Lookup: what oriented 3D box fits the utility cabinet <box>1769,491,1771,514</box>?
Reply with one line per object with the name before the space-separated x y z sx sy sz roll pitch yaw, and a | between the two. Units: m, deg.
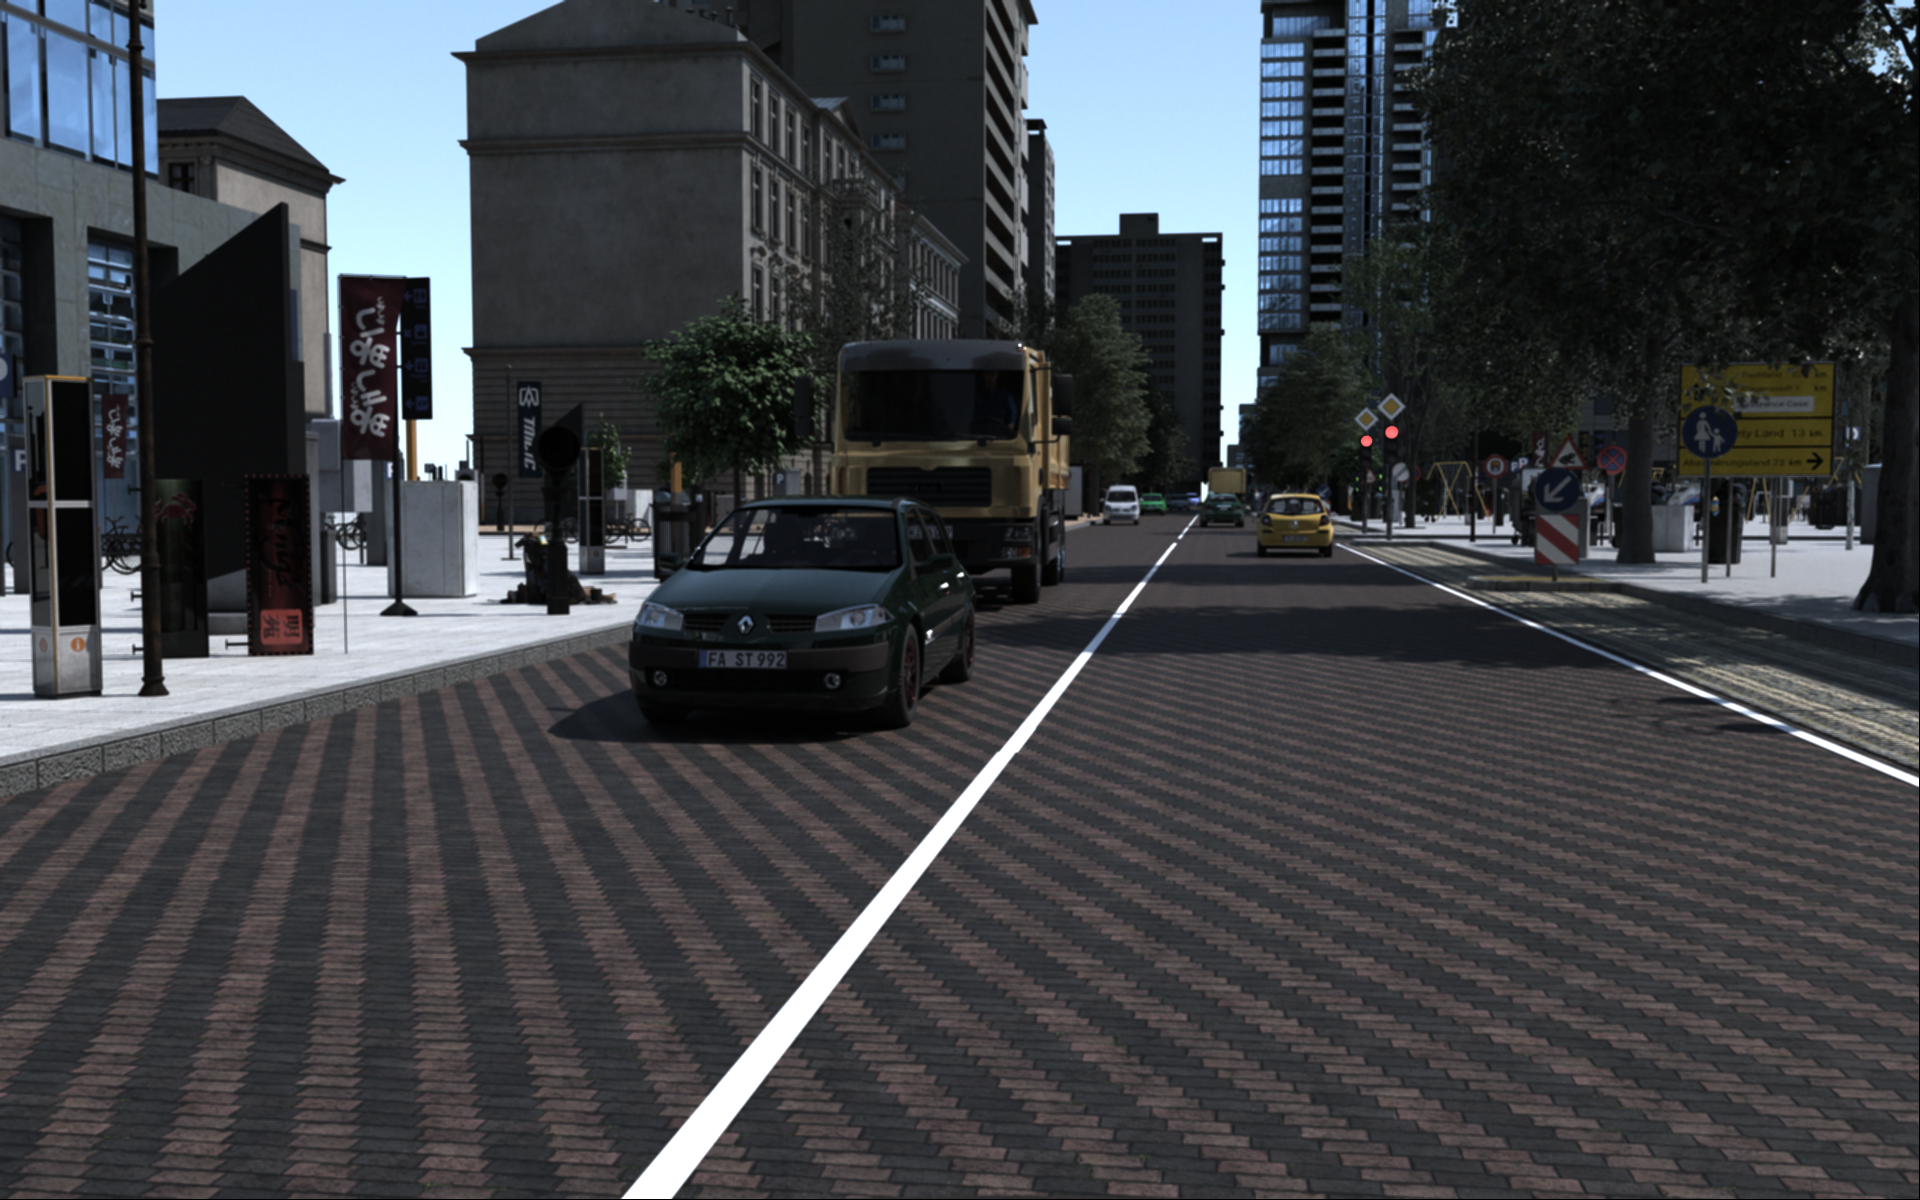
utility cabinet | 50.668 -6.043 107.480 0.318 1.500 1.173 0 4 -5

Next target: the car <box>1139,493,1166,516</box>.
car | 12.918 -6.593 116.590 1.959 1.807 4.718 1 4 9

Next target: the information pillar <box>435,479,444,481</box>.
information pillar | -24.952 -4.807 83.083 0.304 2.012 0.304 -3 5 -41

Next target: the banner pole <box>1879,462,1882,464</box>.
banner pole | 62.936 -7.842 118.235 0.863 3.779 0.401 -2 4 -33

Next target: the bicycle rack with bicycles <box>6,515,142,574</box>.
bicycle rack with bicycles | -13.985 -0.907 28.212 2.925 0.926 2.852 -1 4 -10

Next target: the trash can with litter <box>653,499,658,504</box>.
trash can with litter | -12.219 -3.614 70.482 1.055 1.170 0.624 0 4 -6

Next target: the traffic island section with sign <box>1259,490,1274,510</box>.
traffic island section with sign | 28.019 -9.093 157.297 1.989 1.847 2.006 1 4 8

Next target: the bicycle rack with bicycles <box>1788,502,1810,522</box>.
bicycle rack with bicycles | 39.967 -4.140 81.064 2.852 0.926 2.925 1 4 22

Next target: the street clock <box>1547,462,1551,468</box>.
street clock | 13.590 -2.145 39.637 0.358 2.002 0.471 3 4 36

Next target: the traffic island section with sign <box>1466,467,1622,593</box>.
traffic island section with sign | 8.712 -1.065 26.040 1.989 1.847 2.006 1 4 8

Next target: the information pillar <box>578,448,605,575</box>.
information pillar | -5.859 -1.409 27.522 0.304 2.012 0.304 -3 5 -40

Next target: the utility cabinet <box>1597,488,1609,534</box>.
utility cabinet | 20.098 -2.849 55.260 1.173 1.500 0.318 -1 4 -14

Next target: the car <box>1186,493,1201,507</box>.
car | 25.269 -10.967 188.897 1.945 1.707 3.694 0 4 7

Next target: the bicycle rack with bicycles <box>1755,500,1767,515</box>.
bicycle rack with bicycles | 47.976 -5.626 105.361 2.925 0.926 2.852 -2 4 -33

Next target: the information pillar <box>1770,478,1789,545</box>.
information pillar | 20.851 -2.420 44.060 0.304 2.012 0.304 -2 4 -25

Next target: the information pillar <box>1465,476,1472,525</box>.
information pillar | 20.900 -4.069 71.024 0.304 2.012 0.304 0 4 1

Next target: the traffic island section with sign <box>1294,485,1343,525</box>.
traffic island section with sign | 16.694 -4.385 80.319 1.989 1.847 2.006 1 4 8

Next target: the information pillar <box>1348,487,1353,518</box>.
information pillar | 21.360 -6.295 94.273 0.504 3.616 0.183 -1 4 -18

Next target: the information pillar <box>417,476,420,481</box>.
information pillar | -22.564 -4.122 71.882 0.304 2.012 0.304 -1 4 -10

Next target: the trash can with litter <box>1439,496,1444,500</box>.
trash can with litter | 32.682 -6.558 118.279 1.678 1.210 2.233 -3 4 -38

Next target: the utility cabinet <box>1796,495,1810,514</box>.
utility cabinet | 55.287 -6.264 113.576 1.020 1.237 0.306 -2 4 -27

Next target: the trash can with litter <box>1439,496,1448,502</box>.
trash can with litter | 30.751 -6.100 111.120 1.055 1.170 0.624 1 4 21

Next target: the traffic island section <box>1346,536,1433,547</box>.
traffic island section | 11.936 -1.578 48.083 2.009 0.180 2.903 1 4 8

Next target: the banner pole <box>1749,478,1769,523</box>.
banner pole | 35.339 -5.292 76.535 0.863 3.779 0.401 3 5 39

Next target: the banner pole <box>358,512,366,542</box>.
banner pole | -16.046 -3.462 46.622 0.401 3.779 0.863 -2 4 -24

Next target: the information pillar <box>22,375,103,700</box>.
information pillar | -5.653 -0.393 10.916 0.304 2.012 0.304 3 4 36

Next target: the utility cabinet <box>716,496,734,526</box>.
utility cabinet | -9.038 -3.371 66.274 1.020 1.237 0.306 0 4 5

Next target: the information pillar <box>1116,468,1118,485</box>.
information pillar | 10.962 -7.923 120.892 0.183 3.616 0.504 0 4 4

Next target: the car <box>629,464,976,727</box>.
car | -0.952 -0.135 12.001 2.009 1.686 4.222 1 4 8

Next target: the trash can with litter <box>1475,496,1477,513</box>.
trash can with litter | 35.473 -6.533 117.871 2.233 1.210 1.678 0 4 1

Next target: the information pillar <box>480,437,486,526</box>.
information pillar | -19.502 -4.858 70.775 0.183 3.616 0.504 -1 4 -10

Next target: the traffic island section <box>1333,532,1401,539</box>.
traffic island section | 13.098 -2.061 55.983 2.009 0.180 2.903 1 4 8

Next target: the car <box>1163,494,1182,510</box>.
car | 19.174 -8.877 156.937 2.131 1.459 4.920 1 4 9

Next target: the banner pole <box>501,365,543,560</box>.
banner pole | -8.532 -2.674 33.733 0.863 3.779 0.401 -2 4 -24

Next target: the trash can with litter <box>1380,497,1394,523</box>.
trash can with litter | 19.041 -4.029 77.254 0.624 1.170 1.055 1 4 14

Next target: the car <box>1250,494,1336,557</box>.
car | 7.852 -1.868 40.760 2.015 1.641 3.980 1 4 10

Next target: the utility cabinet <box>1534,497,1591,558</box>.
utility cabinet | 12.130 -1.451 34.891 1.020 1.237 0.306 2 4 32

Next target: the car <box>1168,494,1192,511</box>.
car | 18.802 -8.335 148.274 2.014 1.417 4.499 0 4 7

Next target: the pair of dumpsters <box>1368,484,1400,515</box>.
pair of dumpsters | 24.789 -6.031 101.102 1.574 2.255 4.437 1 4 8

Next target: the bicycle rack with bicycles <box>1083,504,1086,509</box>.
bicycle rack with bicycles | 6.880 -6.009 111.632 2.852 0.926 2.925 -2 4 -34

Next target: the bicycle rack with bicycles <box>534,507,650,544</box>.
bicycle rack with bicycles | -9.723 -1.965 45.504 2.925 0.926 2.852 0 4 -4

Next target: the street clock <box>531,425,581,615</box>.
street clock | -4.283 -0.846 18.407 0.471 2.002 0.358 -2 4 -30

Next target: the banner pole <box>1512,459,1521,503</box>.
banner pole | 39.733 -8.185 123.839 0.863 3.779 0.401 3 4 38

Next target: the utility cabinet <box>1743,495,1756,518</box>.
utility cabinet | 42.482 -5.047 93.681 1.020 1.237 0.306 0 4 -6

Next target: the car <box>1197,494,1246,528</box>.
car | 11.437 -3.908 75.693 2.131 1.459 4.920 0 4 6

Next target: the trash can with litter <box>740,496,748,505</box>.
trash can with litter | -7.361 -3.049 60.911 1.678 1.210 2.233 2 4 24

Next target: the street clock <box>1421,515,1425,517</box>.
street clock | 25.993 -5.663 97.154 0.471 2.002 0.358 2 4 23

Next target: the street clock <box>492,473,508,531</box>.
street clock | -15.870 -3.377 59.779 0.471 2.002 0.358 -3 4 -38

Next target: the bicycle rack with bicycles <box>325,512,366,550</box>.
bicycle rack with bicycles | -13.629 -1.641 40.206 2.925 0.926 2.852 -1 4 -10
